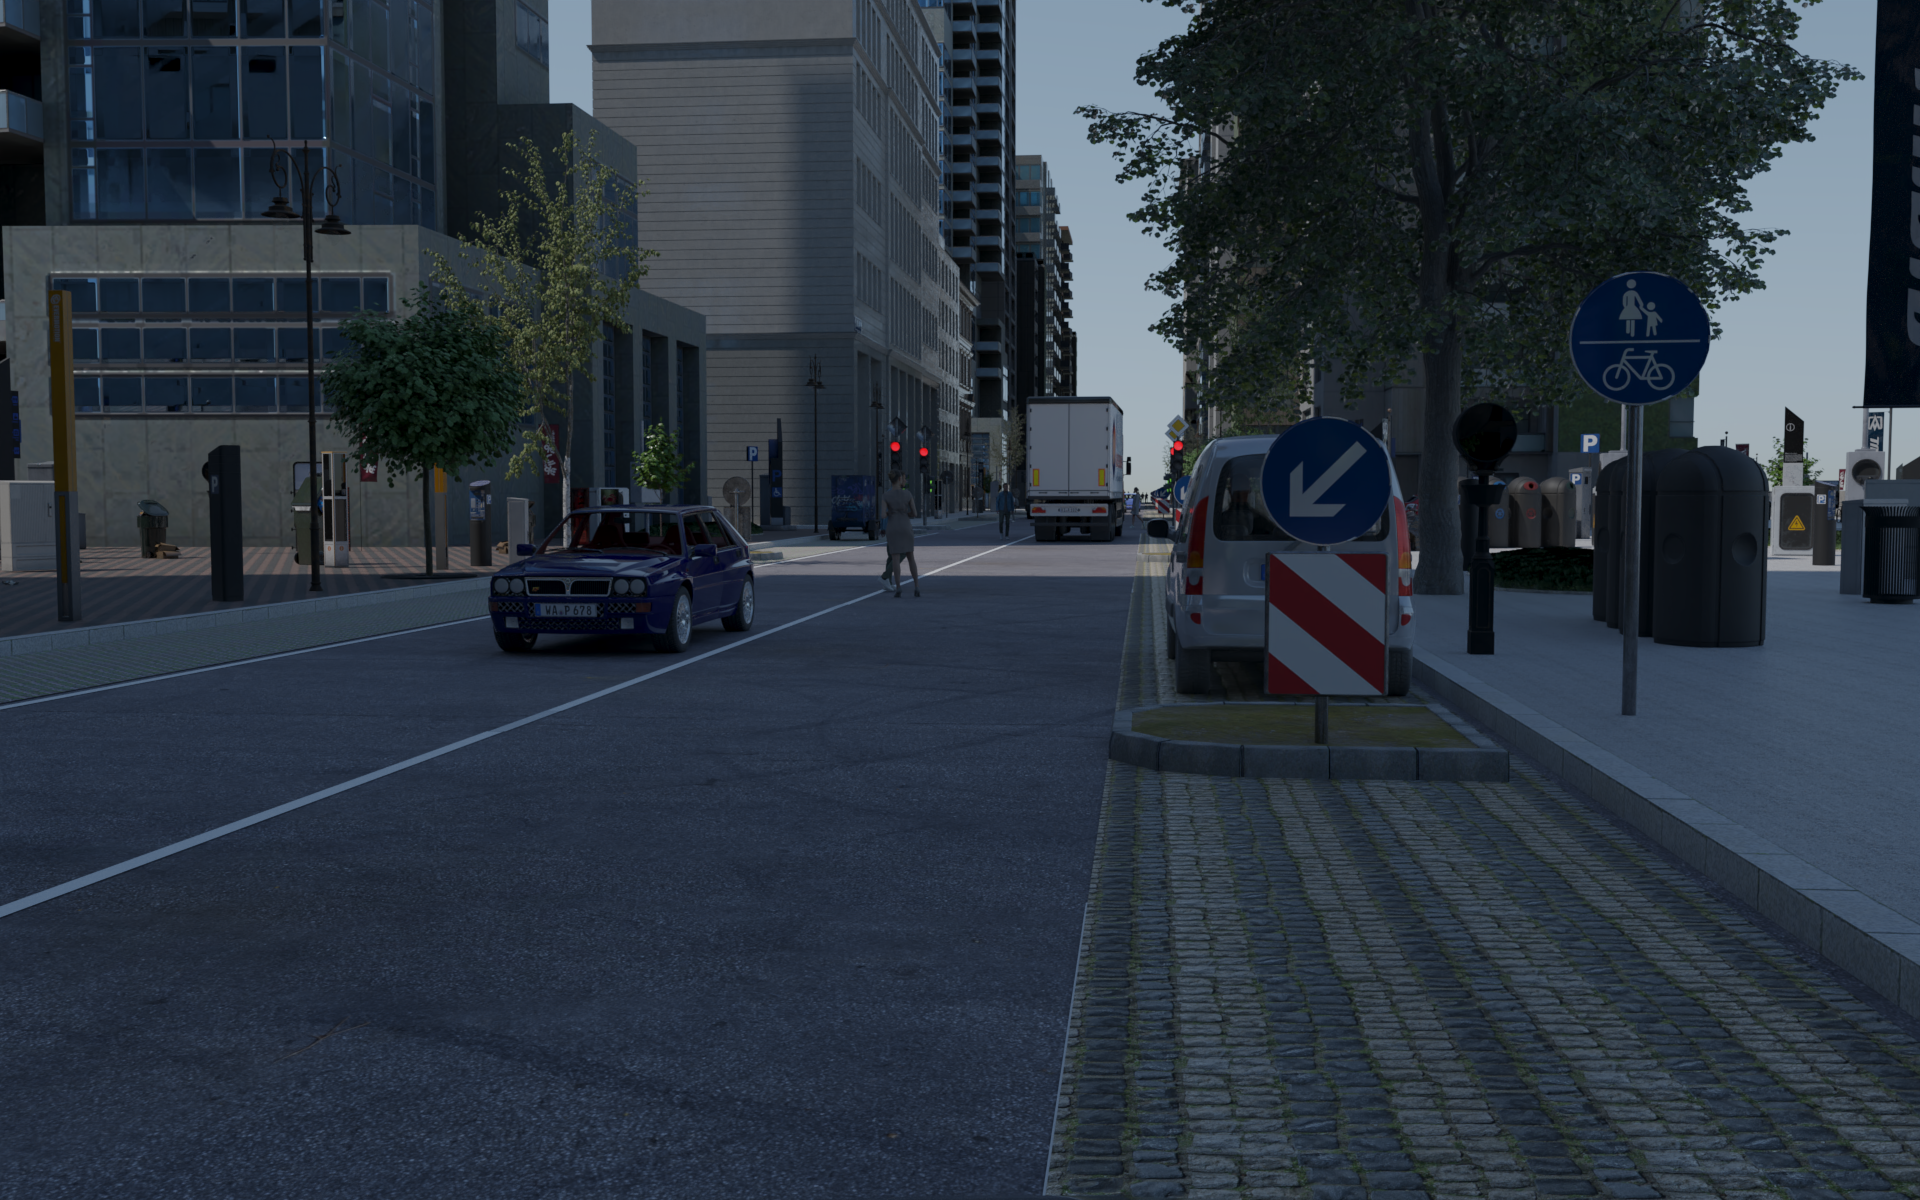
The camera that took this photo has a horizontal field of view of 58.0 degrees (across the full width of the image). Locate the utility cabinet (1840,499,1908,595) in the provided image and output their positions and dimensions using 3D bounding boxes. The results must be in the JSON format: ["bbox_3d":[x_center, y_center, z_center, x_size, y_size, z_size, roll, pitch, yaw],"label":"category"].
[{"bbox_3d":[11.801,-0.686,22.384,1.020,1.237,0.306,-2,4,-32],"label":"utility cabinet"}]

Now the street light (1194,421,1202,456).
[{"bbox_3d":[14.720,-8.229,107.324,0.468,5.910,1.993,0,4,6],"label":"street light"}]

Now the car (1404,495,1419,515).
[{"bbox_3d":[18.733,-3.417,64.907,4.494,1.783,2.155,0,4,6],"label":"car"}]

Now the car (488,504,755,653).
[{"bbox_3d":[-3.200,-0.265,16.914,1.945,1.354,3.894,0,4,6],"label":"car"}]

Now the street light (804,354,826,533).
[{"bbox_3d":[-4.761,-5.161,57.177,0.468,5.910,1.993,0,4,6],"label":"street light"}]

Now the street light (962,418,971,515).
[{"bbox_3d":[0.455,-8.099,105.198,0.468,5.910,1.993,0,4,6],"label":"street light"}]

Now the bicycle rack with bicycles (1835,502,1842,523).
[{"bbox_3d":[37.846,-3.769,75.000,2.852,0.926,2.925,2,4,29],"label":"bicycle rack with bicycles"}]

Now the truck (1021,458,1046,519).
[{"bbox_3d":[5.329,-6.948,102.508,2.839,4.237,11.283,0,4,6],"label":"truck"}]

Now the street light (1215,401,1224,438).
[{"bbox_3d":[10.956,-6.119,72.827,0.468,5.910,1.993,0,4,6],"label":"street light"}]

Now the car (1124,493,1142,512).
[{"bbox_3d":[13.669,-7.938,139.377,1.945,1.707,3.694,0,4,5],"label":"car"}]

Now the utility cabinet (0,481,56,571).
[{"bbox_3d":[-15.319,-1.233,28.836,0.318,1.500,1.173,2,4,29],"label":"utility cabinet"}]

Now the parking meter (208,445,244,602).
[{"bbox_3d":[-8.819,-0.923,20.804,0.399,1.863,0.255,3,5,44],"label":"parking meter"}]

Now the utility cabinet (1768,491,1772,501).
[{"bbox_3d":[56.718,-6.913,121.712,0.318,1.500,1.173,0,4,-6],"label":"utility cabinet"}]

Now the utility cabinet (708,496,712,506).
[{"bbox_3d":[-16.616,-6.206,112.623,1.020,1.237,0.306,-1,4,-15],"label":"utility cabinet"}]

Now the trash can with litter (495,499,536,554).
[{"bbox_3d":[-9.547,-1.568,37.024,1.055,1.170,0.624,3,4,38],"label":"trash can with litter"}]

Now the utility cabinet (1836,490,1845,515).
[{"bbox_3d":[48.495,-5.288,95.136,0.318,1.500,1.173,0,4,7],"label":"utility cabinet"}]

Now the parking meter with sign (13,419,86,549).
[{"bbox_3d":[-21.185,-2.685,40.158,1.738,3.016,0.543,0,4,7],"label":"parking meter with sign"}]

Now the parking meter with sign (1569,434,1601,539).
[{"bbox_3d":[17.753,-3.266,49.661,0.543,3.016,1.738,3,5,40],"label":"parking meter with sign"}]

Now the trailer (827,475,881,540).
[{"bbox_3d":[-3.324,-2.796,52.756,1.471,1.999,3.904,0,4,5],"label":"trailer"}]

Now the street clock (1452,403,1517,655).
[{"bbox_3d":[4.183,-0.568,13.857,0.471,2.002,0.358,0,4,8],"label":"street clock"}]

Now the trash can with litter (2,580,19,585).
[{"bbox_3d":[-13.776,-0.776,23.748,1.678,1.210,2.233,1,4,19],"label":"trash can with litter"}]

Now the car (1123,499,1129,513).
[{"bbox_3d":[11.989,-7.488,134.221,2.131,1.459,4.920,0,4,7],"label":"car"}]

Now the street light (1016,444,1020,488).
[{"bbox_3d":[4.772,-10.648,146.884,0.468,5.910,1.993,0,4,6],"label":"street light"}]

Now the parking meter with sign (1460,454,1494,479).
[{"bbox_3d":[17.210,-3.714,56.984,1.738,3.016,0.543,-3,4,-37],"label":"parking meter with sign"}]

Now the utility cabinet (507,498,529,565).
[{"bbox_3d":[-7.584,-1.139,29.784,0.306,1.237,1.020,-1,4,-11],"label":"utility cabinet"}]

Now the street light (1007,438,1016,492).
[{"bbox_3d":[4.004,-10.195,139.475,0.468,5.910,1.993,0,4,6],"label":"street light"}]

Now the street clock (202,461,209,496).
[{"bbox_3d":[-15.990,-1.996,37.203,0.471,2.002,0.358,0,4,1],"label":"street clock"}]

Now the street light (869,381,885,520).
[{"bbox_3d":[-3.393,-6.004,70.954,0.468,5.910,1.993,0,4,6],"label":"street light"}]

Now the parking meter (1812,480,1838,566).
[{"bbox_3d":[15.528,-1.387,31.094,0.372,1.533,0.369,0,3,0],"label":"parking meter"}]

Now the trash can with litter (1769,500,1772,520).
[{"bbox_3d":[39.938,-4.518,85.249,1.055,1.170,0.624,2,4,25],"label":"trash can with litter"}]

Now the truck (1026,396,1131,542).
[{"bbox_3d":[3.875,-4.059,55.277,2.839,4.237,11.283,0,4,8],"label":"truck"}]

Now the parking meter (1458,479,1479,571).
[{"bbox_3d":[8.501,-1.254,28.922,0.372,1.533,0.369,0,3,0],"label":"parking meter"}]

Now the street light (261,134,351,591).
[{"bbox_3d":[-8.537,-3.058,22.780,0.468,5.910,1.993,0,4,6],"label":"street light"}]

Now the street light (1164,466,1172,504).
[{"bbox_3d":[32.036,-18.013,267.298,0.468,5.910,1.993,0,4,6],"label":"street light"}]

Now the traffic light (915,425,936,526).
[{"bbox_3d":[-1.410,-4.975,70.261,0.839,4.253,0.868,0,4,6],"label":"traffic light"}]

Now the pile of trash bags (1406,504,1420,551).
[{"bbox_3d":[8.889,-1.793,39.075,3.447,1.369,1.912,-2,4,-27],"label":"pile of trash bags"}]

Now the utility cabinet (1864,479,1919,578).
[{"bbox_3d":[14.375,-1.077,26.292,1.173,1.500,0.318,2,4,24],"label":"utility cabinet"}]

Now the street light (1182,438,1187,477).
[{"bbox_3d":[19.273,-10.840,150.020,0.468,5.910,1.993,0,4,6],"label":"street light"}]

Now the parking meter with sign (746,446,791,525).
[{"bbox_3d":[-6.886,-4.065,62.719,1.738,3.016,0.543,2,4,34],"label":"parking meter with sign"}]

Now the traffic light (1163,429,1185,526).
[{"bbox_3d":[8.545,-4.911,69.208,0.839,4.253,0.868,0,4,6],"label":"traffic light"}]

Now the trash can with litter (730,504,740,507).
[{"bbox_3d":[-7.850,-2.878,58.115,1.678,1.210,2.233,2,4,27],"label":"trash can with litter"}]

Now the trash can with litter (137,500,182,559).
[{"bbox_3d":[-15.917,-1.416,34.543,1.055,1.170,0.624,2,4,34],"label":"trash can with litter"}]

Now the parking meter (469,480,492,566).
[{"bbox_3d":[-8.531,-1.371,30.819,0.372,1.533,0.369,0,3,0],"label":"parking meter"}]
